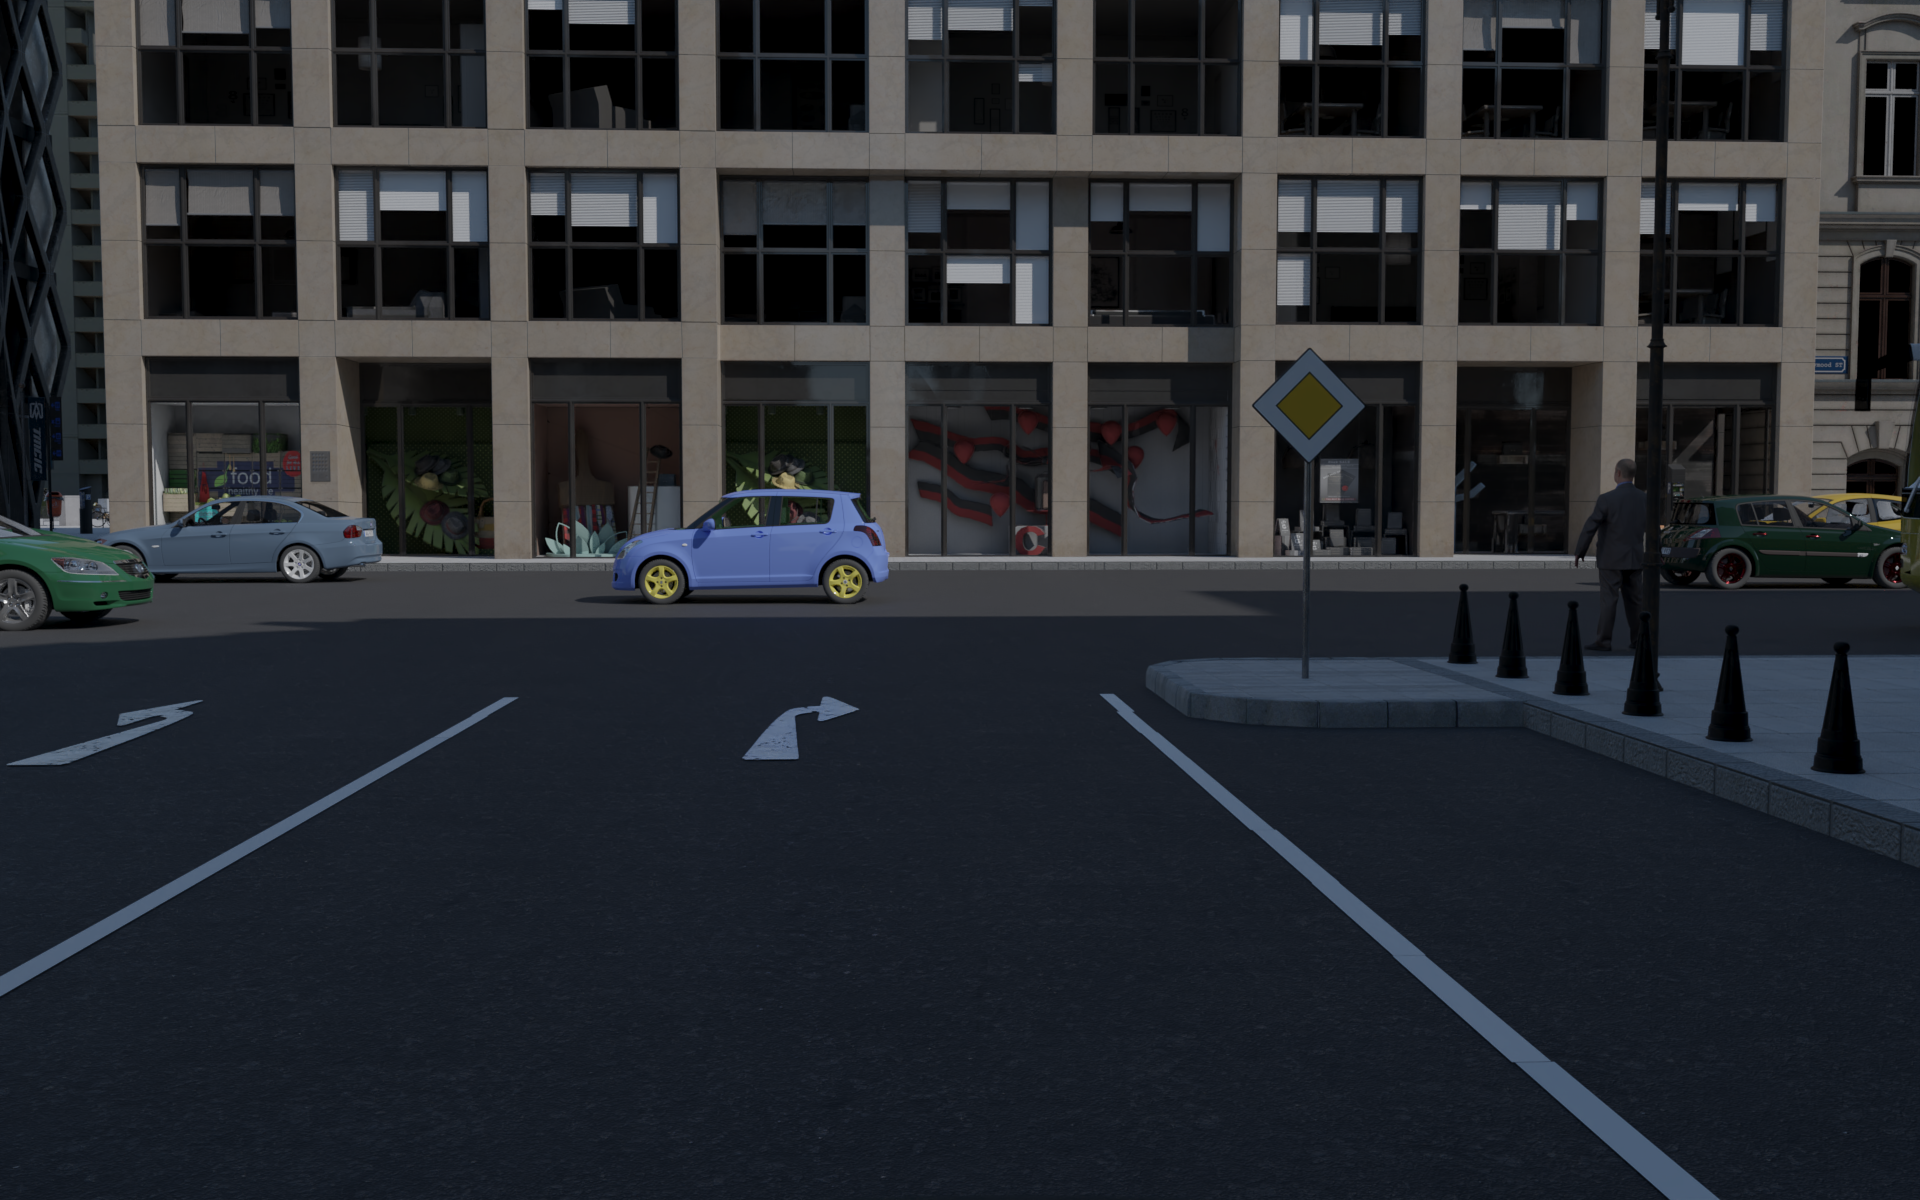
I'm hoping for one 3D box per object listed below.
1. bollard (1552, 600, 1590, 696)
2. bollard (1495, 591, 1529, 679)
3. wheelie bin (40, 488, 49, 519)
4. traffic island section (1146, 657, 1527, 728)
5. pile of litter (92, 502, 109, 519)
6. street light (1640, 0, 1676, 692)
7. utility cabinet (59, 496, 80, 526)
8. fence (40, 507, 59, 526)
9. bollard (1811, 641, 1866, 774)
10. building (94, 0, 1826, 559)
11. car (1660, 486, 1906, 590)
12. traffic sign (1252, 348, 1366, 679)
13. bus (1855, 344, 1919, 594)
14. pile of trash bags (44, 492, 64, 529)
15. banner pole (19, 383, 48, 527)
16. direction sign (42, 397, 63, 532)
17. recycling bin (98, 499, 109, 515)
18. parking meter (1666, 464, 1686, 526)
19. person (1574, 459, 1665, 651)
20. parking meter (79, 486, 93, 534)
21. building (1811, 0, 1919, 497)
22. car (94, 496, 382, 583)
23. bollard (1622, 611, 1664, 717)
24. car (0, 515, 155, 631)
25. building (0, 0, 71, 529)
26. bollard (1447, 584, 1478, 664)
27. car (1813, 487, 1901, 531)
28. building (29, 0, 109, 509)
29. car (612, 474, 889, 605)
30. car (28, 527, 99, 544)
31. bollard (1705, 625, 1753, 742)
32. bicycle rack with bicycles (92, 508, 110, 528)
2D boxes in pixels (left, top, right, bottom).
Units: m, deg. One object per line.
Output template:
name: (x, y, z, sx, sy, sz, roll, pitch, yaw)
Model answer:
bollard: (3.923, 0.302, 11.097, 0.229, 0.601, 0.229, 0, 3, 0)
bollard: (3.870, 0.240, 12.123, 0.229, 0.601, 0.229, 0, 3, 0)
wheelie bin: (-47.528, -5.021, 90.006, 0.693, 1.594, 0.980, -1, 4, -12)
traffic island section: (2.424, 0.625, 12.069, 2.009, 0.180, 2.903, 0, 4, -3)
pile of litter: (-44.226, -4.611, 89.351, 1.176, 0.858, 1.719, 0, 4, -5)
street light: (4.497, -2.345, 11.130, 0.468, 5.910, 1.993, 0, 4, -3)
utility cabinet: (-35.856, -3.582, 69.725, 0.306, 1.237, 1.020, 0, 4, 5)
fence: (-37.406, -3.432, 71.483, 0.278, 0.683, 2.069, 0, 4, -5)
bollard: (4.072, 0.491, 8.015, 0.229, 0.601, 0.229, 0, 3, 0)
building: (-0.067, -14.610, 43.387, 34.151, 26.468, 19.350, 0, 4, -3)
car: (12.846, -1.041, 26.804, 4.222, 1.686, 2.009, 0, 4, -4)
traffic sign: (2.401, -0.511, 11.990, 0.795, 2.450, 0.064, 0, 4, -3)
bus: (16.037, -1.617, 17.987, 12.252, 3.916, 2.896, 0, 4, -2)
pile of trash bags: (-34.008, -3.198, 62.035, 3.447, 1.369, 1.912, -3, 4, -37)
banner pole: (-20.982, -3.007, 39.189, 0.401, 3.779, 0.863, 1, 4, 17)
direction sign: (-21.294, -2.967, 40.503, 0.876, 3.537, 0.379, 1, 4, 22)
recycling bin: (-45.318, -4.870, 92.186, 0.722, 1.027, 0.722, 2, 4, 24)
parking meter: (13.988, -1.721, 33.856, 0.255, 1.863, 0.399, 1, 4, 9)
person: (6.048, -0.422, 15.950, 0.990, 1.755, 0.434, -1, 4, -15)
parking meter: (-28.228, -2.906, 55.916, 0.372, 1.533, 0.369, 0, 3, 0)
building: (34.912, -13.731, 43.591, 34.723, 24.649, 14.460, 0, 4, -3)
car: (-11.897, -1.010, 28.512, 4.499, 1.417, 2.014, 0, 4, -3)
bollard: (3.974, 0.365, 10.066, 0.229, 0.601, 0.229, 0, 3, 0)
car: (-11.379, -0.432, 18.867, 4.920, 1.459, 2.131, 0, 4, -3)
building: (-31.495, -10.602, 40.789, 16.811, 18.784, 16.820, 0, 4, -3)
bollard: (3.820, 0.177, 13.148, 0.229, 0.601, 0.229, 0, 3, 0)
car: (15.897, -1.321, 31.821, 3.980, 1.641, 2.015, 0, 4, -3)
building: (-80.360, -32.550, 155.891, 21.600, 48.544, 21.300, 0, 4, -3)
car: (-2.794, -0.834, 23.227, 3.694, 1.707, 1.945, 0, 4, -2)
car: (-13.798, -0.682, 22.951, 4.920, 1.459, 2.131, 0, 4, -3)
bollard: (4.023, 0.428, 9.040, 0.229, 0.601, 0.229, 0, 3, 0)
bicycle rack with bicycles: (-32.097, -3.275, 66.921, 2.925, 0.926, 2.852, -1, 4, -13)
